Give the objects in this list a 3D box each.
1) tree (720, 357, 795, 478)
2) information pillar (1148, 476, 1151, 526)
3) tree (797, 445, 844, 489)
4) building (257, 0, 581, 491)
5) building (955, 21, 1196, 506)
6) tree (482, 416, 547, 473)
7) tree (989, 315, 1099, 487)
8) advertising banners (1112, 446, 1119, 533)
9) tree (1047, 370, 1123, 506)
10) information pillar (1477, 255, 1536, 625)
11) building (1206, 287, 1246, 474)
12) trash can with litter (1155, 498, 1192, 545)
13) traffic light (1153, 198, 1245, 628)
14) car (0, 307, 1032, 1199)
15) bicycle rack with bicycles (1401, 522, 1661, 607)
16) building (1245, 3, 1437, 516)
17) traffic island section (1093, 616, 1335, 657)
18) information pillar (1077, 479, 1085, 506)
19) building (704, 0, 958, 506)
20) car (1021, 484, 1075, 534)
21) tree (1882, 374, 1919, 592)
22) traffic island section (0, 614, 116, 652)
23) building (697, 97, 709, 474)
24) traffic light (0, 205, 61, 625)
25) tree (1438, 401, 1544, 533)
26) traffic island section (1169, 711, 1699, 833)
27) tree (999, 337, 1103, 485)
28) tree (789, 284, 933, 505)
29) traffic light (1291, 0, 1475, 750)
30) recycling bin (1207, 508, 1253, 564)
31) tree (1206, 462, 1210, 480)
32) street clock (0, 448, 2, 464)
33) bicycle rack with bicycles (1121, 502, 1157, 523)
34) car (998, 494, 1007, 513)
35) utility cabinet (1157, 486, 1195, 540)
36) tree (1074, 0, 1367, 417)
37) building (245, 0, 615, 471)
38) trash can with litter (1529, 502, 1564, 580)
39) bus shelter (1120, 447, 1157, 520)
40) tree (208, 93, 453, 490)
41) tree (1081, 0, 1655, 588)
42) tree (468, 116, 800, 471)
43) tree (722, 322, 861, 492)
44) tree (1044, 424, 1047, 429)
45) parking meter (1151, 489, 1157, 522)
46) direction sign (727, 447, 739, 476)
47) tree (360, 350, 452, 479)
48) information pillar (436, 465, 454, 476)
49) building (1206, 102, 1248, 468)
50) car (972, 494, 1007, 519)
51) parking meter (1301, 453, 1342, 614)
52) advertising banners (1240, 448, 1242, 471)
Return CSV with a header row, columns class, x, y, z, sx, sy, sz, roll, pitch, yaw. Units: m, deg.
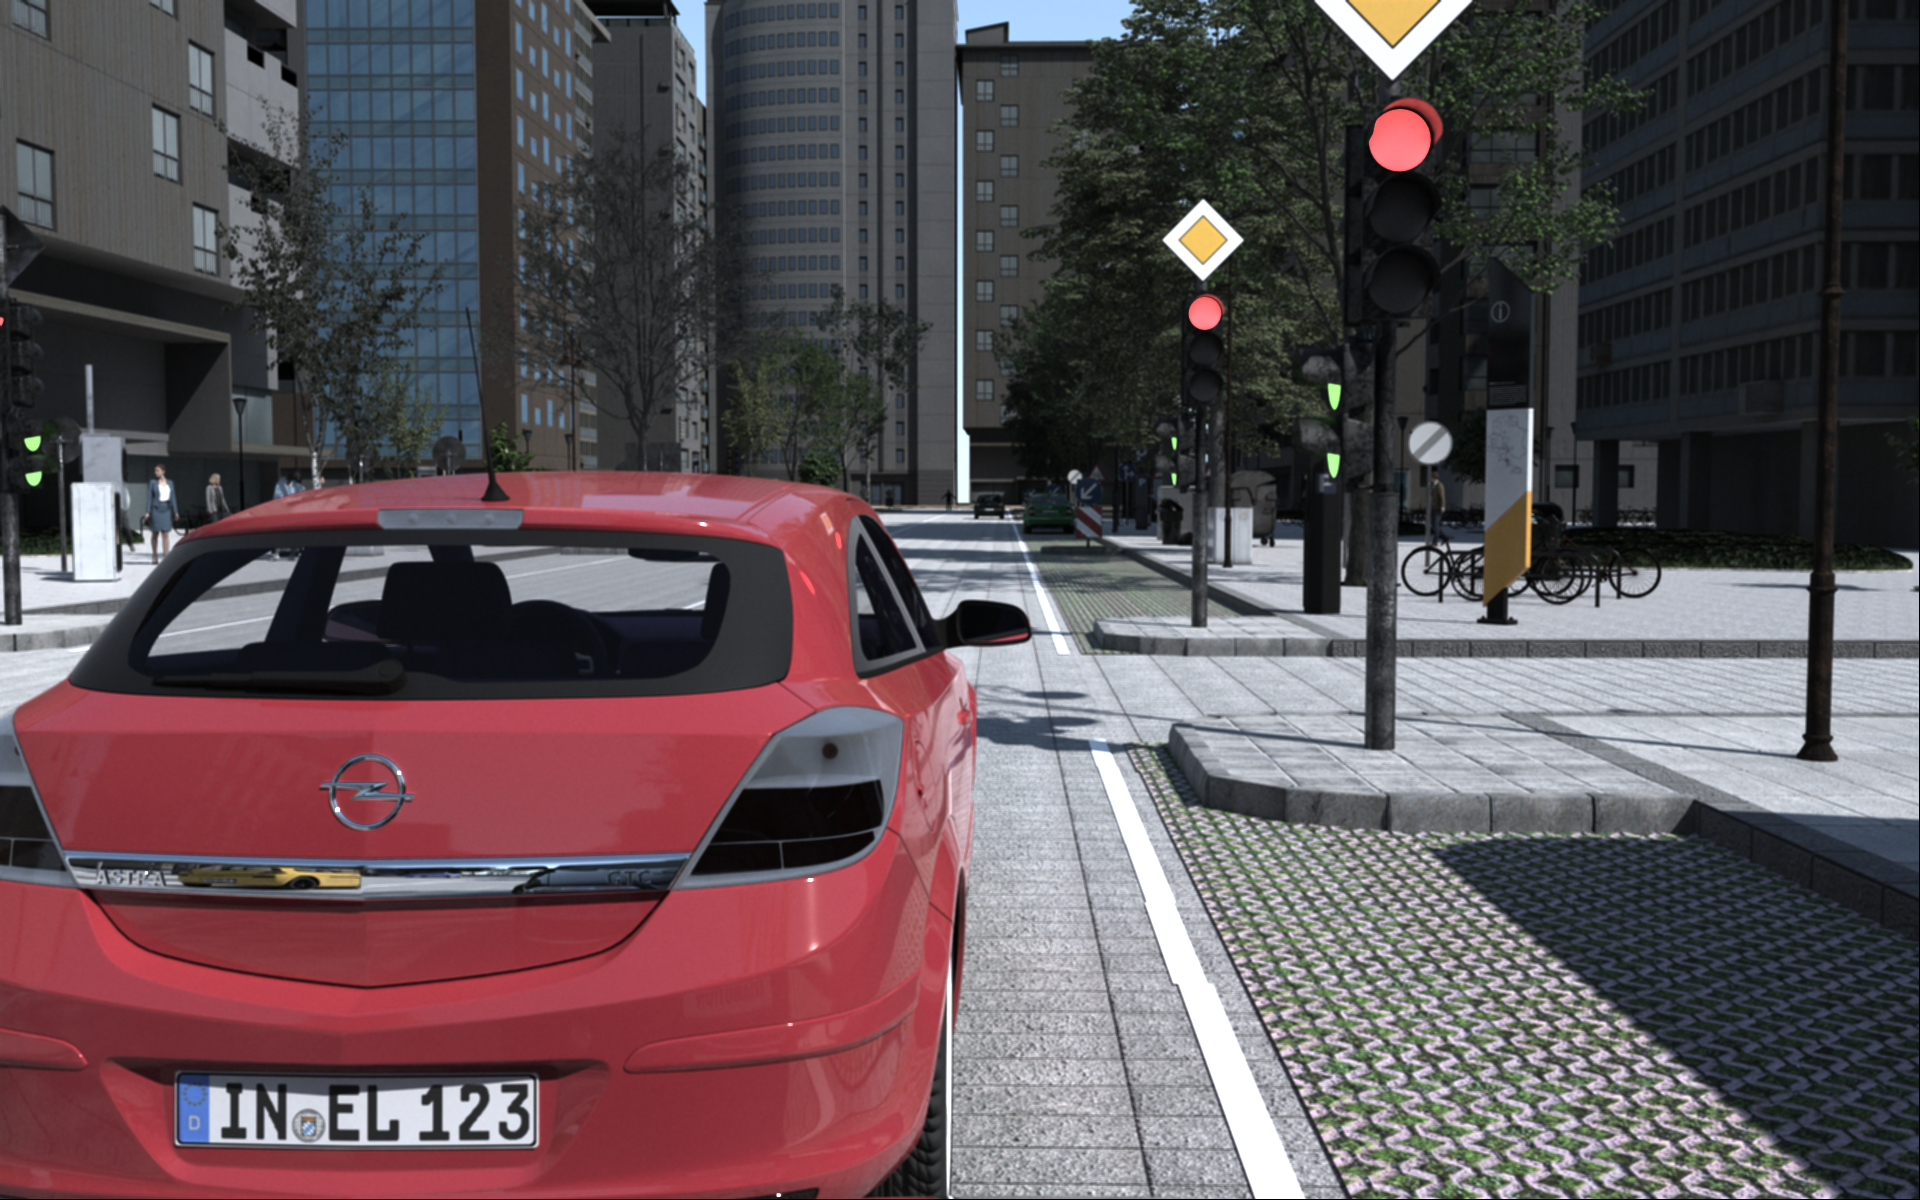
class,x,y,z,sx,sy,sz,roll,pitch,yaw
tree,-10.753,-8.580,90.648,4.737,8.622,4.395,0,3,0
information pillar,7.465,-3.961,69.257,0.304,2.012,0.304,0,4,-6
tree,-9.290,-8.011,114.695,4.285,4.588,4.351,0,3,0
building,-30.693,-27.497,99.679,14.600,45.320,14.200,0,4,1
building,13.552,-37.520,202.683,27.495,52.752,28.713,0,4,1
tree,-11.278,-2.934,42.568,1.663,3.219,1.824,0,3,0
tree,10.007,-18.932,165.435,12.611,20.169,13.585,0,3,0
advertising banners,5.219,-3.769,57.811,0.090,3.025,2.074,1,4,10
tree,7.849,-9.390,103.887,4.737,8.622,4.395,0,3,0
information pillar,5.357,-1.564,16.932,0.183,3.616,0.504,-3,5,-39
building,35.241,-17.975,138.924,27.650,21.520,28.899,0,4,1
trash can with litter,5.497,-1.990,43.923,1.055,1.170,0.624,-3,4,-37
traffic light,2.291,-1.693,16.605,0.839,4.253,0.868,0,4,1
car,-0.869,0.261,4.777,2.155,1.783,4.494,0,4,1
bicycle rack with bicycles,6.794,-0.466,20.999,2.925,0.926,2.852,2,4,29
building,30.832,-29.884,112.308,21.300,48.544,21.600,0,4,1
traffic island section,2.331,0.340,16.718,2.009,0.180,2.903,0,4,1
information pillar,5.977,-4.955,85.499,0.304,2.012,0.304,-2,4,-30
building,-14.387,-40.200,199.269,28.212,58.520,21.231,0,4,1
car,3.219,-3.332,63.280,1.959,1.807,4.718,0,4,1
tree,12.986,-1.718,22.694,1.663,3.219,1.824,0,3,0
traffic island section,-9.307,0.323,17.003,2.009,0.180,2.903,0,4,1
building,-39.286,-35.268,200.331,21.600,48.544,21.300,0,4,1
traffic light,-9.267,-1.709,16.867,0.839,4.253,0.868,0,4,1
tree,17.631,-4.511,57.472,4.285,4.588,4.351,0,3,0
traffic island section,2.138,0.828,8.735,2.009,0.180,2.903,0,4,1
tree,7.328,-13.824,132.683,9.857,13.997,8.962,0,3,0
tree,-8.930,-18.351,155.925,12.611,20.169,13.585,0,3,0
traffic light,2.098,-1.205,8.622,0.839,4.253,0.868,0,4,1
recycling bin,4.960,-1.182,31.884,0.722,1.027,0.722,0,4,-3
tree,12.660,-5.634,86.711,1.663,3.219,1.824,0,3,0
street clock,-12.361,-1.058,21.869,0.358,2.002,0.471,2,4,35
bicycle rack with bicycles,8.819,-4.011,78.970,2.852,0.926,2.925,3,5,44
car,2.286,-6.914,124.842,2.131,1.459,4.920,0,4,3
utility cabinet,5.989,-2.377,47.536,1.173,1.500,0.318,3,4,37
tree,4.942,-7.194,35.753,7.486,12.596,7.792,0,3,0
building,-38.750,-26.142,119.297,32.217,40.220,23.993,0,4,1
trash can with litter,8.741,-0.894,26.003,0.624,1.170,1.055,1,4,23
bus shelter,9.036,-5.967,88.843,1.731,3.624,6.357,0,4,2
tree,-11.905,-5.005,32.193,4.360,8.622,3.978,0,3,0
tree,5.527,-5.987,23.645,9.928,11.665,9.643,0,3,0
tree,-10.430,-8.925,56.293,12.009,13.543,11.850,0,3,0
tree,-10.442,-11.049,106.399,9.928,11.665,9.643,0,3,0
tree,7.772,-10.600,123.666,4.737,8.622,4.395,0,3,0
parking meter,9.108,-4.422,80.704,0.372,1.533,0.369,0,3,0
direction sign,-10.888,-5.586,83.326,0.876,3.537,0.379,3,4,37
tree,-28.632,-8.492,89.201,4.737,8.622,4.395,0,3,0
information pillar,-12.024,-2.201,40.475,0.304,2.012,0.304,2,4,33
building,42.687,-35.476,199.640,30.456,49.044,23.786,0,4,1
car,1.685,-5.509,99.866,2.009,1.686,4.222,0,4,1
parking meter,3.875,-0.787,18.583,0.399,1.863,0.255,0,4,-2
advertising banners,10.404,-4.192,64.735,0.090,3.025,2.074,1,4,15
